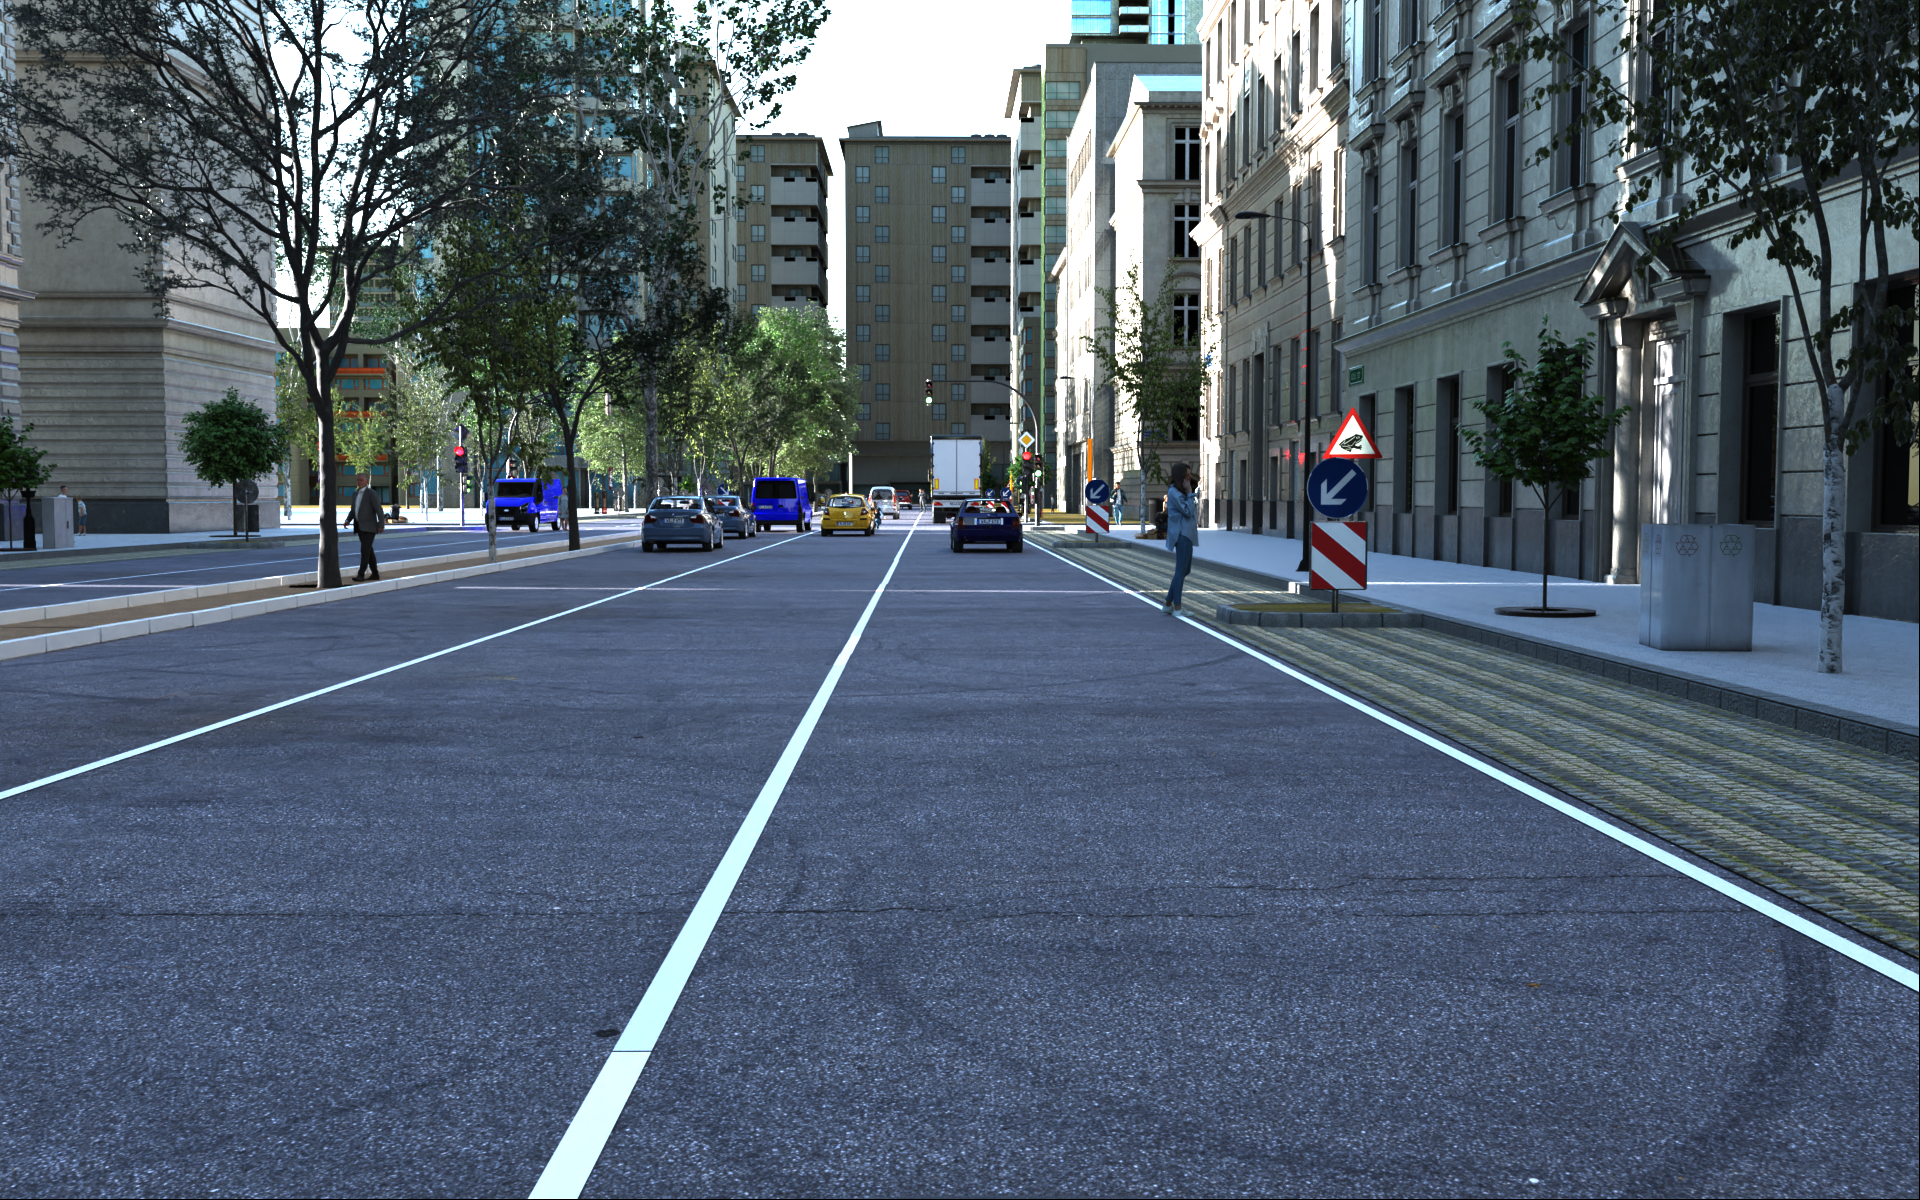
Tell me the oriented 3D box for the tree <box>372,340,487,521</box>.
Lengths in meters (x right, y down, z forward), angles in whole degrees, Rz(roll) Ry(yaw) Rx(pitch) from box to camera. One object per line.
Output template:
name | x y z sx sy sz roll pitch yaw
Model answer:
tree | -25.460 -8.055 82.055 4.360 8.622 3.978 0 3 0

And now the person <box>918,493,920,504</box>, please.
person | -4.899 -12.626 215.025 0.705 1.814 1.350 -3 5 -39

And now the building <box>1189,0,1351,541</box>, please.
building | 14.938 -15.669 53.450 12.463 27.353 25.104 0 4 -1

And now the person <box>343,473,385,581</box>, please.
person | -9.774 -1.187 28.310 0.661 1.777 0.834 1 4 19

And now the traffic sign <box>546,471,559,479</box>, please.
traffic sign | -22.708 -5.886 96.334 0.768 2.556 0.104 0 4 5

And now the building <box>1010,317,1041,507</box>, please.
building | 19.754 -20.713 183.692 27.650 21.520 28.899 0 4 -1

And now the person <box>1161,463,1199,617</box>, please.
person | 2.566 -0.703 20.267 0.793 1.790 0.793 -1 4 -22

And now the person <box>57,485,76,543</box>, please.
person | -23.497 -2.251 45.439 0.523 1.515 0.503 -2 4 -33

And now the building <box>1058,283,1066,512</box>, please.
building | 12.810 -16.467 123.987 10.420 20.320 16.860 0 4 -1

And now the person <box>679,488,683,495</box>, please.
person | -25.406 -9.319 158.417 1.348 1.824 0.705 2 4 30

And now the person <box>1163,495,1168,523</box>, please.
person | 8.114 -3.482 67.645 0.362 1.253 0.373 -1 4 -12

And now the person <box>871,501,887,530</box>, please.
person | -3.308 -3.344 68.676 1.012 1.151 0.738 1 4 22

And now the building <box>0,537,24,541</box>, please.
building | -30.540 -12.798 38.126 11.050 23.489 19.941 0 4 -1

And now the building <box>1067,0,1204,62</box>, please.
building | 27.015 -57.233 248.424 31.000 86.520 22.319 0 4 -1

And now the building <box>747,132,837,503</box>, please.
building | -30.572 -40.507 251.526 27.495 52.752 28.713 0 4 -1

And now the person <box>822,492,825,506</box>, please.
person | -16.679 -12.291 210.181 0.721 1.743 1.217 1 4 10

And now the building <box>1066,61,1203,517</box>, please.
building | 13.217 -17.559 105.111 12.078 24.808 19.932 0 4 -1

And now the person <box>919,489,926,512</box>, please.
person | -2.956 -7.754 135.080 0.655 1.846 0.447 2 4 34

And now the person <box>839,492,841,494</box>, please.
person | -14.157 -12.003 205.557 0.445 1.727 0.742 -2 4 -26

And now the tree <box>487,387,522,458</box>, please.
tree | -28.085 -9.236 101.378 4.360 8.622 3.978 0 3 0

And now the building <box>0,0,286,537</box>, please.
building | -34.837 -14.125 59.824 19.941 23.489 11.050 0 4 -1

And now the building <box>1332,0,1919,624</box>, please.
building | 17.289 -14.828 18.853 17.030 29.872 44.131 0 4 -1

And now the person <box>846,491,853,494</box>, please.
person | -10.391 -9.342 162.051 0.742 1.727 0.445 0 4 -6

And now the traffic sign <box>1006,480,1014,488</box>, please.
traffic sign | 4.237 -8.835 144.456 0.884 2.594 0.081 0 4 6

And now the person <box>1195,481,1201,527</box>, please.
person | 9.416 -3.789 68.099 0.391 1.810 0.635 1 4 9

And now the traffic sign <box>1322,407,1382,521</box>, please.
traffic sign | 5.892 -1.594 26.062 0.884 2.594 0.081 0 4 8

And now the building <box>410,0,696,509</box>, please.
building | -38.609 -33.432 166.222 23.786 49.044 30.456 0 4 -1

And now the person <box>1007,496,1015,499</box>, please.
person | 4.322 -9.141 155.432 1.348 1.831 0.705 2 4 29

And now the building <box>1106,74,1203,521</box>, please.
building | 25.357 -16.388 87.022 34.723 24.649 14.460 0 4 -1

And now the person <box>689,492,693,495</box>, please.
person | -29.873 -11.370 192.612 0.551 1.740 0.621 3 4 36

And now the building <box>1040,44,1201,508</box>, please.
building | 14.454 -29.220 161.334 14.154 41.232 14.086 0 4 -1

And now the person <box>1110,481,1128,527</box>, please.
person | 6.255 -3.794 68.427 0.623 1.781 0.721 -2 4 -25

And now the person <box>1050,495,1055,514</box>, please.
person | 5.962 -6.183 111.812 0.332 1.250 0.352 -3 5 -41

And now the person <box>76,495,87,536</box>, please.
person | -26.969 -2.594 53.141 0.352 1.250 0.332 1 4 19

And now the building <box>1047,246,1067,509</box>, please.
building | 13.322 -19.168 142.267 11.050 23.489 19.941 0 4 -1

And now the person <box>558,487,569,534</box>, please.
person | -14.331 -3.259 62.783 0.512 1.701 0.522 -2 4 -24

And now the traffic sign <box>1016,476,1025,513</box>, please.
traffic sign | 4.279 -7.340 120.113 0.768 2.556 0.104 0 4 7

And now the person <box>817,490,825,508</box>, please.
person | -14.277 -10.205 175.357 1.348 1.824 0.705 0 4 1

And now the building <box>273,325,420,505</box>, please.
building | -69.674 -22.328 210.104 28.899 21.520 27.650 0 4 -1

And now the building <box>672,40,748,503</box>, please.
building | -41.486 -37.960 209.885 27.495 52.752 28.713 0 4 -1

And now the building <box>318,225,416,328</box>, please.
building | -78.241 -34.332 253.203 23.993 40.220 32.217 0 4 -1

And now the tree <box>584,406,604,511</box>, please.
tree | -28.141 -11.160 132.824 4.360 8.622 3.978 0 3 0

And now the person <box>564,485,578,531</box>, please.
person | -15.157 -3.573 67.159 0.529 1.795 0.600 -3 5 -42

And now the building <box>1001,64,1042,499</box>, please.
building | 20.214 -38.048 211.316 28.713 52.752 27.495 0 4 -1

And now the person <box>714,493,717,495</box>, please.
person | -24.142 -9.932 169.112 1.217 1.739 0.721 0 4 2

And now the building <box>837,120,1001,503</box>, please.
building | -3.092 -40.574 252.619 27.495 52.752 28.713 0 4 -1

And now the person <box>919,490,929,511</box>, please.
person | -3.108 -8.611 149.270 0.713 1.824 0.794 3 5 42

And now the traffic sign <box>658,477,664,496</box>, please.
traffic sign | -22.649 -7.966 130.353 0.768 2.556 0.104 0 4 2
